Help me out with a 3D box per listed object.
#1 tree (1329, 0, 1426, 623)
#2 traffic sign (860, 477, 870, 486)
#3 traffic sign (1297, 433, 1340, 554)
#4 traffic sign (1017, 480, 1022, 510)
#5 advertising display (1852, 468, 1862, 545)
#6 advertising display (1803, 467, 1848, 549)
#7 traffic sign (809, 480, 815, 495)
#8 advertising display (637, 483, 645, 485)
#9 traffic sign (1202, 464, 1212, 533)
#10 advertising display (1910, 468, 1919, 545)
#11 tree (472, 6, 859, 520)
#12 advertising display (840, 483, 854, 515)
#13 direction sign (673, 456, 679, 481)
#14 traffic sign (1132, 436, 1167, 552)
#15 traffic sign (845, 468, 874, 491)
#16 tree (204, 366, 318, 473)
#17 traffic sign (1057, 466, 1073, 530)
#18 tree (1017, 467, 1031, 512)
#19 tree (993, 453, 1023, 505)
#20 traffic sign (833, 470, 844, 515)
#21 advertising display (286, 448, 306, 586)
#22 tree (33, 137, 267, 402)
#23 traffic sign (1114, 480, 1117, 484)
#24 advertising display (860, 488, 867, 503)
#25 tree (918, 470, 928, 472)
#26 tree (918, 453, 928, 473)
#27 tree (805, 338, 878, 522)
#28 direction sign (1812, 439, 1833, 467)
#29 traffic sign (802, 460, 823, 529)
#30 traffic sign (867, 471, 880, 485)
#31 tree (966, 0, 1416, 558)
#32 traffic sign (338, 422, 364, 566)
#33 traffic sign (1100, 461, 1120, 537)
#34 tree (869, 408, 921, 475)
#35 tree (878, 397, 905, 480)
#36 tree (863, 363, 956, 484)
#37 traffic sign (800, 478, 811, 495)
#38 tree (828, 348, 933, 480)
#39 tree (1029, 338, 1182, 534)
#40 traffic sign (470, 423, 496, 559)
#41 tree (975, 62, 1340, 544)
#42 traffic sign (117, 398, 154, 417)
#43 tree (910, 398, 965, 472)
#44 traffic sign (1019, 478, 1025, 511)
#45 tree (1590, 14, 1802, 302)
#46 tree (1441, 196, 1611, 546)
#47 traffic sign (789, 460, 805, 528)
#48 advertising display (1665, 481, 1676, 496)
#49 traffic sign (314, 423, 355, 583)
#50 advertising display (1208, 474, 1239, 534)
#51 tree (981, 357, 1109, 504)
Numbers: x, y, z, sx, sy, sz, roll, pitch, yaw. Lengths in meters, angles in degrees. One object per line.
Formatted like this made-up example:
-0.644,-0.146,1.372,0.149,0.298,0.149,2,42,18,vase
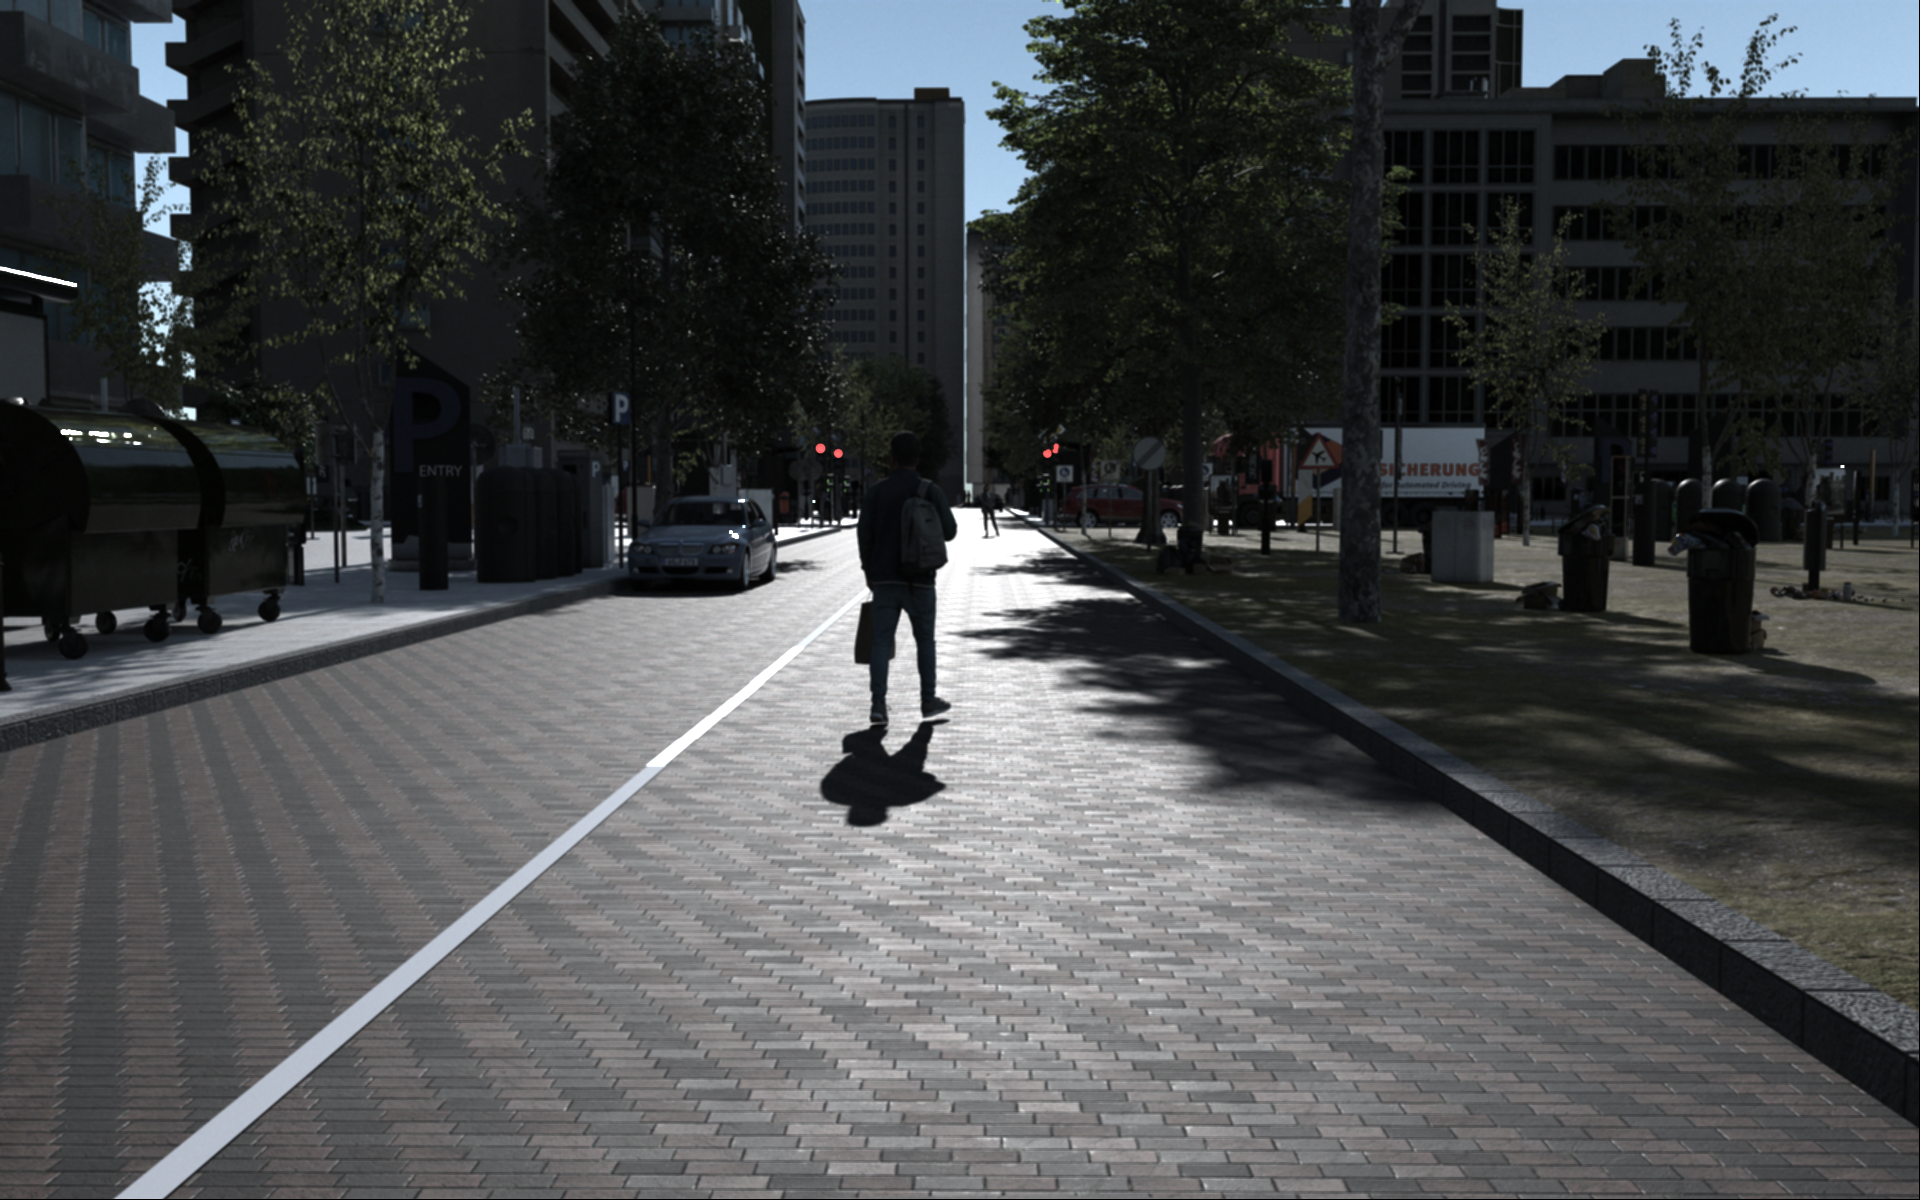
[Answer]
5.345,-9.802,16.157,12.611,20.169,13.585,0,3,0,tree
-7.000,-7.815,127.880,0.768,2.556,0.104,0,4,3,traffic sign
7.595,-2.245,36.709,0.884,2.594,0.081,1,4,9,traffic sign
5.057,-8.640,141.363,0.768,2.556,0.104,0,4,4,traffic sign
22.627,-2.355,43.717,0.123,1.923,0.974,2,4,23,advertising display
20.356,-2.174,40.760,0.974,1.923,0.123,0,4,-2,advertising display
-8.542,-5.906,98.684,0.606,2.300,0.079,0,4,2,traffic sign
-18.651,-5.867,101.132,0.974,1.923,0.123,3,4,37,advertising display
7.983,-3.346,56.837,0.606,2.300,0.079,1,4,10,traffic sign
24.330,-2.332,43.334,0.974,1.923,0.123,1,4,14,advertising display
-6.951,-7.581,40.954,9.611,12.733,9.660,0,3,0,tree
-6.488,-5.717,98.683,0.974,1.923,0.123,1,4,14,advertising display
-17.044,-6.872,104.362,0.876,3.537,0.379,2,4,29,direction sign
4.182,-2.332,38.240,0.768,2.556,0.104,1,4,9,traffic sign
-7.788,-8.544,133.570,2.265,3.308,0.079,0,4,2,traffic sign
-18.057,-3.728,44.663,4.285,4.588,4.351,0,3,0,tree
3.719,-3.642,61.680,0.606,2.300,0.079,0,4,1,traffic sign
4.951,-7.885,123.525,1.663,3.219,1.824,0,3,0,tree
6.187,-15.867,209.792,4.737,8.622,4.395,0,3,0,tree
-6.351,-5.444,89.109,0.768,2.556,0.104,0,4,5,traffic sign
-9.428,-1.180,24.514,0.123,1.923,0.974,-2,4,-33,advertising display
-17.266,-5.277,36.641,4.737,8.622,4.395,0,3,0,tree
9.323,-6.547,107.154,0.768,2.556,0.104,1,4,10,traffic sign
-6.982,-7.620,129.793,0.974,1.923,0.123,0,4,-1,advertising display
-4.701,-12.488,187.886,4.285,4.588,4.351,0,3,0,tree
-4.492,-14.900,193.973,4.360,8.622,3.978,0,3,0,tree
-6.245,-7.974,80.732,4.360,8.622,3.978,0,3,0,tree
35.618,-4.871,71.635,0.876,3.537,0.379,0,4,-4,direction sign
-5.484,-3.925,64.278,0.768,2.556,0.104,0,4,6,traffic sign
-4.906,-6.063,99.137,0.884,2.594,0.081,1,4,10,traffic sign
3.669,-6.826,29.737,7.486,12.596,7.792,0,3,0,tree
-10.927,-1.868,30.652,0.768,2.556,0.104,0,4,5,traffic sign
4.493,-3.043,51.875,0.606,2.300,0.079,1,4,9,traffic sign
-5.124,-11.770,142.807,4.737,8.622,4.395,0,3,0,tree
-5.610,-9.427,104.485,4.360,8.622,3.978,0,3,0,tree
-4.997,-16.118,170.180,9.857,13.997,8.962,0,3,0,tree
-8.670,-5.886,96.335,0.768,2.556,0.104,0,4,7,traffic sign
-5.654,-12.021,122.299,9.928,11.665,9.643,0,3,0,tree
4.176,-6.400,55.002,4.360,8.622,3.978,0,3,0,tree
-8.748,-1.905,31.246,0.768,2.556,0.104,0,4,1,traffic sign
5.042,-7.819,44.845,9.611,12.733,9.660,0,3,0,tree
-10.890,-1.402,23.031,0.768,2.556,0.104,0,4,7,traffic sign
-4.438,-18.318,209.873,12.009,13.543,11.850,0,3,0,tree
4.816,-7.878,128.814,0.884,2.594,0.081,0,4,8,traffic sign
12.007,-4.693,27.093,4.737,8.622,4.395,0,3,0,tree
13.966,-5.636,42.516,4.360,8.622,3.978,0,3,0,tree
-6.023,-3.953,64.739,0.768,2.556,0.104,0,4,5,traffic sign
34.031,-4.784,83.426,0.123,1.923,0.974,-1,4,-23,advertising display
-9.016,-1.399,25.004,0.606,2.300,0.079,0,4,6,traffic sign
8.482,-3.091,55.752,0.974,1.923,0.123,0,4,-4,advertising display
5.092,-10.042,98.601,7.601,10.594,8.767,1,4,12,tree
